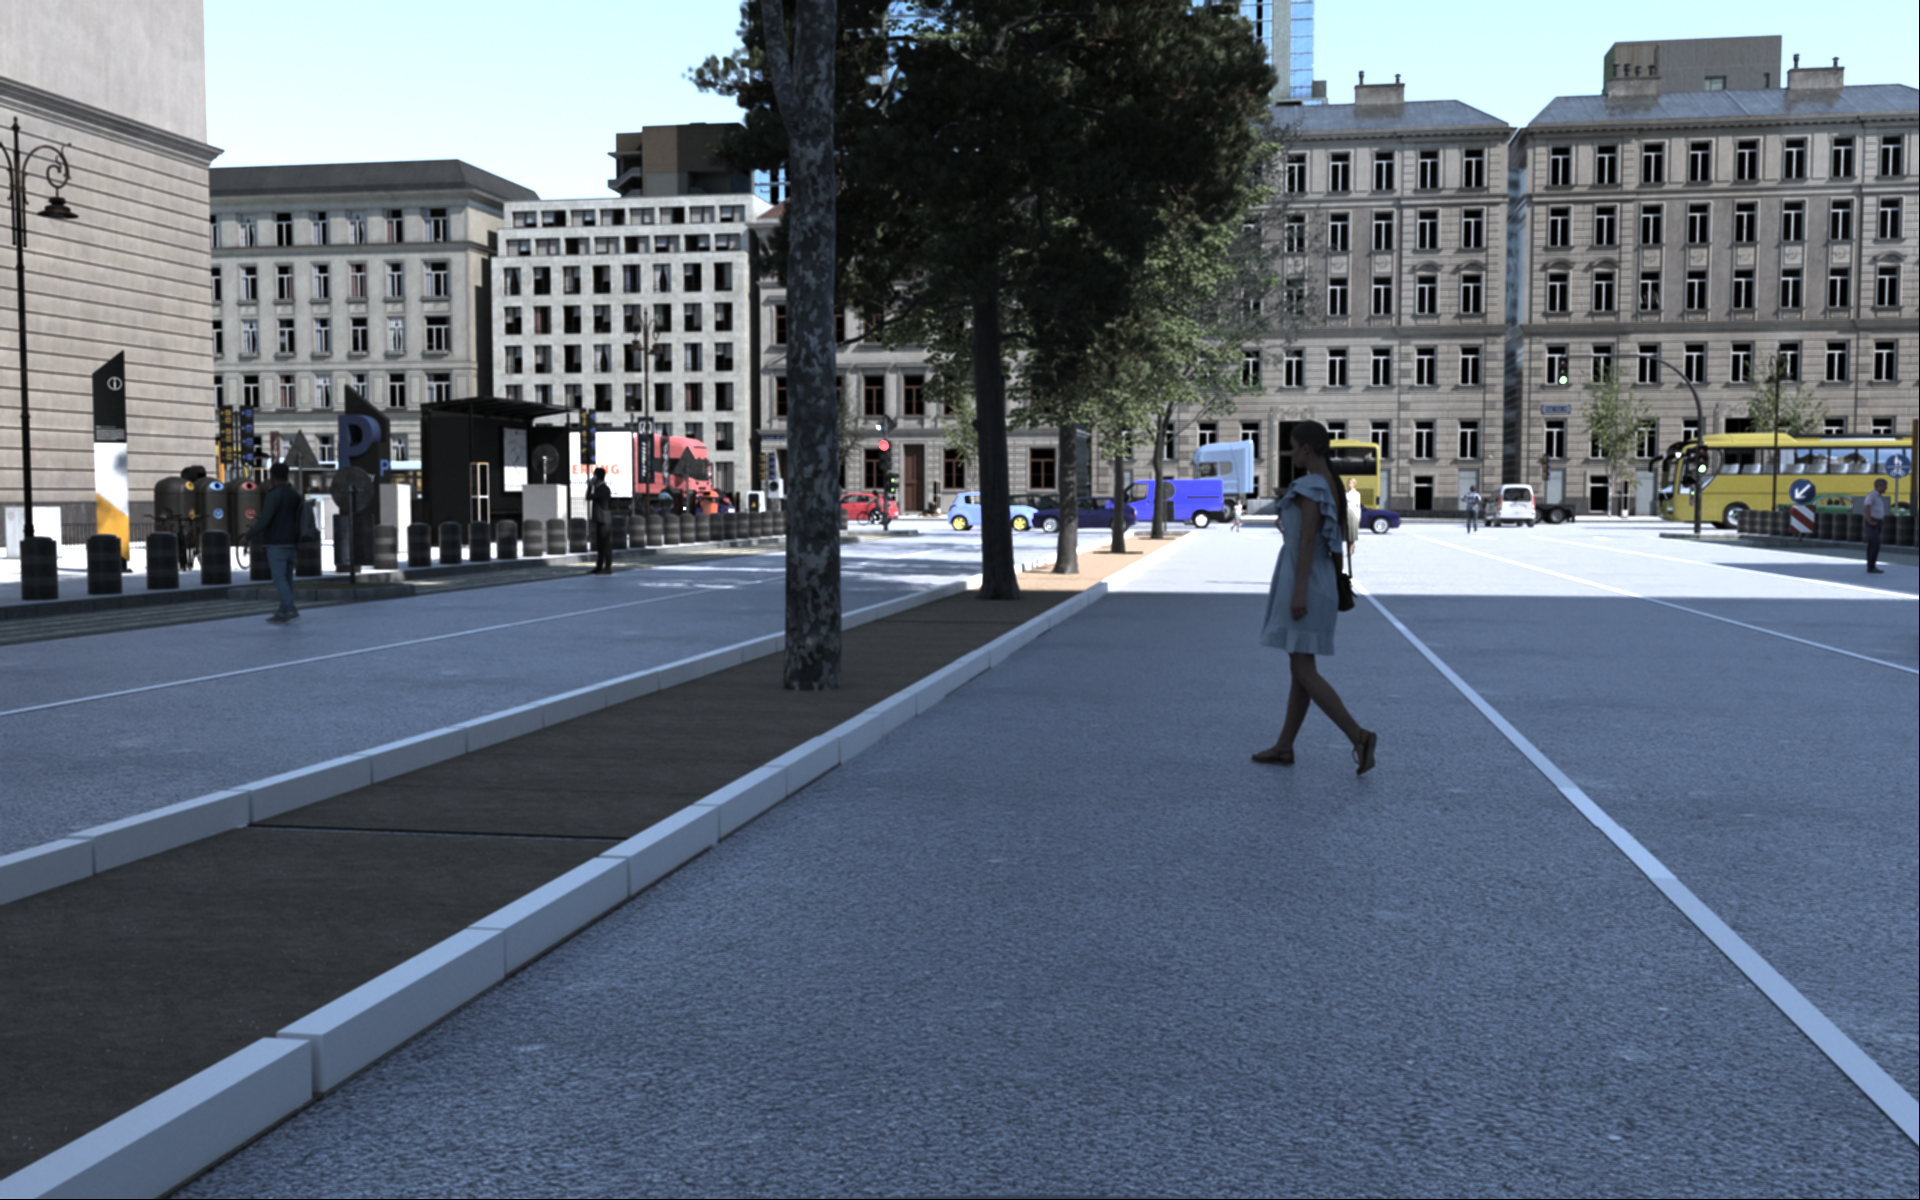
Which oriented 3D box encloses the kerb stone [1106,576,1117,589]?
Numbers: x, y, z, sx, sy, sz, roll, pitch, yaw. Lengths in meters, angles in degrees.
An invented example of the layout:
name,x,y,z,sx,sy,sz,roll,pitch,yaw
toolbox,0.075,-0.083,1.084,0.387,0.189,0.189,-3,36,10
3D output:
name,x,y,z,sx,sy,sz,roll,pitch,yaw
kerb stone,2.210,-0.227,25.918,0.120,0.150,1.000,1,4,10

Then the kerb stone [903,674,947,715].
name,x,y,z,sx,sy,sz,roll,pitch,yaw
kerb stone,-0.251,0.641,11.708,0.120,0.150,1.000,1,4,10

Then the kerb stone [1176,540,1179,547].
name,x,y,z,sx,sy,sz,roll,pitch,yaw
kerb stone,5.578,-1.408,45.210,0.120,0.150,1.000,1,4,10

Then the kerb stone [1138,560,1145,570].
name,x,y,z,sx,sy,sz,roll,pitch,yaw
kerb stone,3.274,-0.599,31.997,0.120,0.150,1.000,1,4,10

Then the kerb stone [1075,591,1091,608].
name,x,y,z,sx,sy,sz,roll,pitch,yaw
kerb stone,1.512,0.020,21.864,0.120,0.150,1.000,1,4,10

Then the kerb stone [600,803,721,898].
name,x,y,z,sx,sy,sz,roll,pitch,yaw
kerb stone,-1.138,0.952,6.638,0.120,0.150,1.000,1,4,10

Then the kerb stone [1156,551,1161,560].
name,x,y,z,sx,sy,sz,roll,pitch,yaw
kerb stone,4.163,-0.909,37.085,0.120,0.150,1.000,1,4,10

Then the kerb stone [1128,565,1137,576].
name,x,y,z,sx,sy,sz,roll,pitch,yaw
kerb stone,2.923,-0.474,29.970,0.120,0.150,1.000,1,4,10

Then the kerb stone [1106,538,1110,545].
name,x,y,z,sx,sy,sz,roll,pitch,yaw
kerb stone,4.024,-1.610,48.575,0.120,0.150,1.000,1,4,10

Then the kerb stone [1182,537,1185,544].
name,x,y,z,sx,sy,sz,roll,pitch,yaw
kerb stone,6.111,-1.590,48.244,0.120,0.150,1.000,1,4,10

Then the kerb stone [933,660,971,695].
name,x,y,z,sx,sy,sz,roll,pitch,yaw
kerb stone,-0.081,0.582,12.723,0.120,0.150,1.000,1,4,10

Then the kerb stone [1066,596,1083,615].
name,x,y,z,sx,sy,sz,roll,pitch,yaw
kerb stone,1.335,0.082,20.848,0.120,0.150,1.000,1,4,10

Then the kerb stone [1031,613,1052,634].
name,x,y,z,sx,sy,sz,roll,pitch,yaw
kerb stone,0.795,0.273,17.801,0.120,0.150,1.000,1,4,10

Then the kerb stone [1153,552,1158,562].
name,x,y,z,sx,sy,sz,roll,pitch,yaw
kerb stone,3.985,-0.847,36.074,0.120,0.150,1.000,1,4,10

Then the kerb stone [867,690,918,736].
name,x,y,z,sx,sy,sz,roll,pitch,yaw
kerb stone,-0.430,0.704,10.694,0.120,0.150,1.000,1,4,10

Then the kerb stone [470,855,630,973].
name,x,y,z,sx,sy,sz,roll,pitch,yaw
kerb stone,-1.318,1.016,5.628,0.120,0.150,1.000,1,4,10

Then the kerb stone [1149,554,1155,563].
name,x,y,z,sx,sy,sz,roll,pitch,yaw
kerb stone,3.805,-0.787,35.060,0.120,0.150,1.000,1,4,10

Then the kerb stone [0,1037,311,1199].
name,x,y,z,sx,sy,sz,roll,pitch,yaw
kerb stone,-1.669,1.138,3.590,0.120,0.150,1.000,1,4,10

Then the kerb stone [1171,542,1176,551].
name,x,y,z,sx,sy,sz,roll,pitch,yaw
kerb stone,5.228,-1.283,43.180,0.120,0.150,1.000,1,4,10

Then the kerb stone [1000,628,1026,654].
name,x,y,z,sx,sy,sz,roll,pitch,yaw
kerb stone,0.451,0.393,15.765,0.120,0.150,1.000,1,4,10

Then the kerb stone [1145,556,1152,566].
name,x,y,z,sx,sy,sz,roll,pitch,yaw
kerb stone,3.637,-0.724,34.029,0.120,0.150,1.000,1,4,10

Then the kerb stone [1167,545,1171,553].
name,x,y,z,sx,sy,sz,roll,pitch,yaw
kerb stone,4.871,-1.159,41.147,0.120,0.150,1.000,1,4,10

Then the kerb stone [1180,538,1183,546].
name,x,y,z,sx,sy,sz,roll,pitch,yaw
kerb stone,5.931,-1.531,47.233,0.120,0.150,1.000,1,4,10

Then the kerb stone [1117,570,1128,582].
name,x,y,z,sx,sy,sz,roll,pitch,yaw
kerb stone,2.566,-0.352,27.945,0.120,0.150,1.000,1,4,10

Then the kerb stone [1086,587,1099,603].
name,x,y,z,sx,sy,sz,roll,pitch,yaw
kerb stone,1.695,-0.037,22.875,0.120,0.150,1.000,1,4,10

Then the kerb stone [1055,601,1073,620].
name,x,y,z,sx,sy,sz,roll,pitch,yaw
kerb stone,1.155,0.145,19.826,0.120,0.150,1.000,1,4,10

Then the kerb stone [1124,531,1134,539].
name,x,y,z,sx,sy,sz,roll,pitch,yaw
kerb stone,5.617,-2.172,57.715,0.120,0.150,1.000,1,4,10

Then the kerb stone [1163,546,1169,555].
name,x,y,z,sx,sy,sz,roll,pitch,yaw
kerb stone,4.688,-1.093,40.127,0.120,0.150,1.000,1,4,10

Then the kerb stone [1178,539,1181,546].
name,x,y,z,sx,sy,sz,roll,pitch,yaw
kerb stone,5.753,-1.465,46.221,0.120,0.150,1.000,1,4,10

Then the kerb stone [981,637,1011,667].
name,x,y,z,sx,sy,sz,roll,pitch,yaw
kerb stone,0.280,0.455,14.753,0.120,0.150,1.000,1,4,10

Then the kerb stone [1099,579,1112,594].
name,x,y,z,sx,sy,sz,roll,pitch,yaw
kerb stone,2.041,-0.166,24.905,0.120,0.150,1.000,1,4,10

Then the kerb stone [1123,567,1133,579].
name,x,y,z,sx,sy,sz,roll,pitch,yaw
kerb stone,2.748,-0.413,28.956,0.120,0.150,1.000,1,4,10

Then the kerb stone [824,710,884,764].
name,x,y,z,sx,sy,sz,roll,pitch,yaw
kerb stone,-0.603,0.768,9.683,0.120,0.150,1.000,1,4,10

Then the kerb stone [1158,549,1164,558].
name,x,y,z,sx,sy,sz,roll,pitch,yaw
kerb stone,4.332,-0.973,38.097,0.120,0.150,1.000,1,4,10

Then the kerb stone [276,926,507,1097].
name,x,y,z,sx,sy,sz,roll,pitch,yaw
kerb stone,-1.485,1.076,4.615,0.120,0.150,1.000,1,4,10

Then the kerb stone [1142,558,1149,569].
name,x,y,z,sx,sy,sz,roll,pitch,yaw
kerb stone,3.460,-0.659,33.018,0.120,0.150,1.000,1,4,10

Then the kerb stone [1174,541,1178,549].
name,x,y,z,sx,sy,sz,roll,pitch,yaw
kerb stone,5.406,-1.345,44.192,0.120,0.150,1.000,1,4,10

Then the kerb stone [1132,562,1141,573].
name,x,y,z,sx,sy,sz,roll,pitch,yaw
kerb stone,3.095,-0.537,30.982,0.120,0.150,1.000,1,4,10

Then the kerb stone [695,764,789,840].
name,x,y,z,sx,sy,sz,roll,pitch,yaw
kerb stone,-0.963,0.890,7.657,0.120,0.150,1.000,1,4,10

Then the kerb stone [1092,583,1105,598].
name,x,y,z,sx,sy,sz,roll,pitch,yaw
kerb stone,1.865,-0.104,23.891,0.120,0.150,1.000,1,4,10

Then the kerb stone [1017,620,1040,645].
name,x,y,z,sx,sy,sz,roll,pitch,yaw
kerb stone,0.626,0.333,16.777,0.120,0.150,1.000,1,4,10

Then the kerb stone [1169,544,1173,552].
name,x,y,z,sx,sy,sz,roll,pitch,yaw
kerb stone,5.047,-1.220,42.168,0.120,0.150,1.000,1,4,10

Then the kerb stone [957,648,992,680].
name,x,y,z,sx,sy,sz,roll,pitch,yaw
kerb stone,0.094,0.517,13.741,0.120,0.150,1.000,1,4,10

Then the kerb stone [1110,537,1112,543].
name,x,y,z,sx,sy,sz,roll,pitch,yaw
kerb stone,4.203,-1.676,49.590,0.120,0.150,1.000,1,4,10

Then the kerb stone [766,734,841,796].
name,x,y,z,sx,sy,sz,roll,pitch,yaw
kerb stone,-0.786,0.827,8.673,0.120,0.150,1.000,1,4,10

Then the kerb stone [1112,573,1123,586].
name,x,y,z,sx,sy,sz,roll,pitch,yaw
kerb stone,2.388,-0.289,26.929,0.120,0.150,1.000,1,4,10

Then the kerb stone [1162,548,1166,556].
name,x,y,z,sx,sy,sz,roll,pitch,yaw
kerb stone,4.512,-1.034,39.108,0.120,0.150,1.000,1,4,10

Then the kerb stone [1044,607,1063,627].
name,x,y,z,sx,sy,sz,roll,pitch,yaw
kerb stone,0.979,0.207,18.810,0.120,0.150,1.000,1,4,10
